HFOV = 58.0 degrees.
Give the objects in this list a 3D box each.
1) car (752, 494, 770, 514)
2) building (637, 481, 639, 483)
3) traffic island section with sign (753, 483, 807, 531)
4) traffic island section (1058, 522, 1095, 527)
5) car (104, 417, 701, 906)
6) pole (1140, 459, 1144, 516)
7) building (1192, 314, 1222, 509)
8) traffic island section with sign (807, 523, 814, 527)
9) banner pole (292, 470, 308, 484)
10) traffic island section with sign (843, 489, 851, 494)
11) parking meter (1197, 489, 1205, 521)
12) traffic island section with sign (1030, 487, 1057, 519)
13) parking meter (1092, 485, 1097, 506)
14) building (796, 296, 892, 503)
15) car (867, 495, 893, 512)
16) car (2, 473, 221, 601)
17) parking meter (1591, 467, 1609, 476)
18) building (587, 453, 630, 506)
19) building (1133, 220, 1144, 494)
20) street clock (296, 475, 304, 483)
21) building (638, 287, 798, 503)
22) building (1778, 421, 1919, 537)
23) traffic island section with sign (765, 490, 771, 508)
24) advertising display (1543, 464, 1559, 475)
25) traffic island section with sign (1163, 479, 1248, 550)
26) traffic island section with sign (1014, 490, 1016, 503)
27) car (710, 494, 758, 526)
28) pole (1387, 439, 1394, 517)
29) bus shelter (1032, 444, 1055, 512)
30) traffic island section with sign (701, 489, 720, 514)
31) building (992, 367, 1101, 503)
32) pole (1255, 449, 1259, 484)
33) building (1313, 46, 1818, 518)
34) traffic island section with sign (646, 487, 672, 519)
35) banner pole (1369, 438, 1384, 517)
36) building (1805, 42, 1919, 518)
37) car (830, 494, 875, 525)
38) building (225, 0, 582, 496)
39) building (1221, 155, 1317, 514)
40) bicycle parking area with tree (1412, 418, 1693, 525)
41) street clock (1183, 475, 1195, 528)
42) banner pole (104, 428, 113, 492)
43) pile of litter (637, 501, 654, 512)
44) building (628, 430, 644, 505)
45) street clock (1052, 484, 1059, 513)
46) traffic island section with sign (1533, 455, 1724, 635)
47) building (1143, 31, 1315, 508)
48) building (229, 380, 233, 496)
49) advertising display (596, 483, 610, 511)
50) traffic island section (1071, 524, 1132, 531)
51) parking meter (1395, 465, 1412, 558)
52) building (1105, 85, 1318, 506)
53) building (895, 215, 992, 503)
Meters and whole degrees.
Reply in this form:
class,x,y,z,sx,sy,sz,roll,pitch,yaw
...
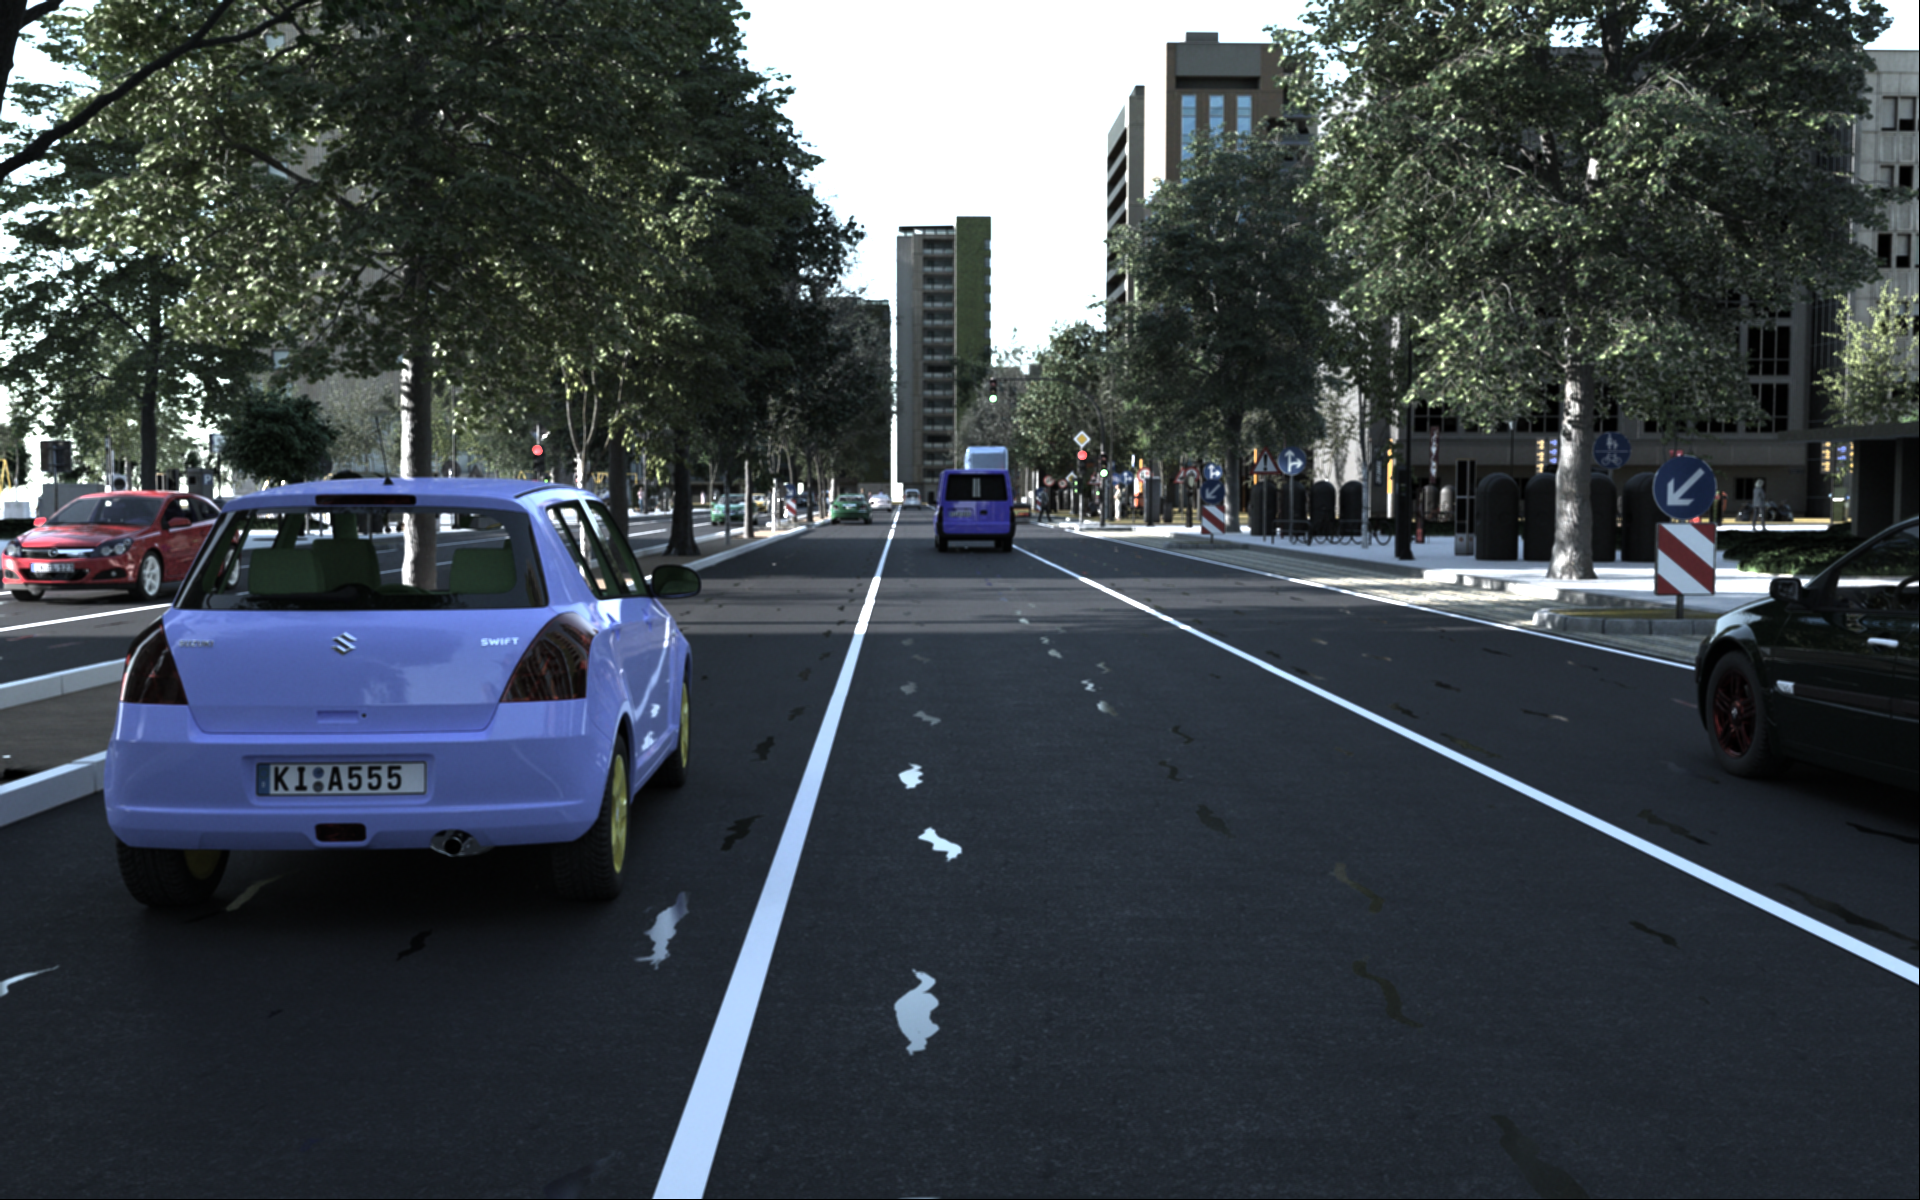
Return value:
class,x,y,z,sx,sy,sz,roll,pitch,yaw
car,-14.842,-7.119,126.618,2.015,1.641,3.980,0,4,-3
building,-62.683,-41.069,260.711,27.495,52.752,28.713,0,4,-2
traffic island section with sign,-7.178,-3.669,68.121,2.006,1.907,1.989,0,4,-2
traffic island section,5.372,-3.302,76.275,2.009,0.180,2.903,0,4,-2
car,-2.109,0.136,7.364,1.945,1.707,3.694,0,4,-4
pole,10.647,-6.586,101.521,0.158,3.312,0.155,0,3,0
building,27.641,-16.898,143.726,16.820,18.784,16.811,0,4,-2
traffic island section with sign,-7.408,-4.122,75.525,2.006,1.907,1.989,0,4,-2
banner pole,-29.694,-5.389,78.124,0.863,3.779,0.401,-2,4,-33
traffic island section with sign,-9.843,-8.715,150.624,2.006,1.907,1.989,0,4,-2
parking meter,11.530,-4.558,82.927,0.372,1.533,0.369,0,3,0
traffic island section with sign,4.577,-5.650,101.004,1.989,1.847,2.006,0,4,-2
parking meter,7.922,-5.874,101.749,0.255,1.863,0.399,0,4,-3
building,-17.135,-29.633,256.195,14.107,30.474,14.160,0,4,-2
car,-6.477,-7.814,140.119,2.083,1.381,4.827,0,4,-4
car,-11.776,-0.948,24.537,2.155,1.783,4.494,0,4,-1
parking meter,13.581,-1.904,36.840,0.255,1.863,0.399,-1,4,-10
building,-43.524,-25.256,184.636,14.160,30.474,14.107,0,4,-2
building,25.247,-25.253,184.595,14.160,30.474,14.107,0,4,-2
street clock,-19.998,-2.933,52.522,0.358,2.002,0.471,-1,4,-21
building,-36.424,-34.929,262.972,23.993,40.220,32.217,0,4,-2
building,33.615,-23.100,32.315,22.147,44.769,28.867,0,4,-2
traffic island section with sign,-19.637,-10.343,177.737,1.989,1.847,2.006,0,4,-2
advertising display,12.958,-1.958,37.219,0.974,1.923,0.123,-1,4,-16
traffic island section with sign,6.377,-2.247,45.359,1.989,1.847,2.006,0,4,-2
traffic island section with sign,3.689,-7.323,128.365,1.989,1.847,2.006,0,4,-2
car,-10.369,-4.166,79.909,2.131,1.459,4.920,0,4,-1
pole,16.074,-4.329,64.629,0.158,3.312,0.155,0,3,0
bus shelter,6.301,-9.159,127.383,2.179,5.291,8.768,0,4,-2
traffic island section with sign,-18.031,-7.297,127.932,1.989,1.847,2.006,0,4,-2
building,18.734,-25.615,263.841,28.899,21.520,27.650,0,4,-2
pole,13.442,-5.177,78.481,0.158,3.312,0.155,0,3,0
building,33.479,-18.589,97.438,24.014,27.812,14.314,0,4,-2
traffic island section with sign,-17.157,-5.637,100.793,1.989,1.847,2.006,0,4,-2
banner pole,18.641,-5.365,77.736,0.863,3.779,0.401,-1,4,-10
building,56.454,-17.078,97.253,19.932,24.808,12.078,0,4,-2
car,-5.150,-4.322,82.468,2.131,1.459,4.920,0,4,-1
building,-50.230,-35.090,162.967,28.713,52.752,27.495,0,4,-2
building,26.026,-17.857,121.646,12.332,23.373,15.834,0,4,-2
bicycle parking area with tree,20.949,-4.594,62.120,9.016,4.147,8.231,1,4,9
street clock,8.714,-3.747,65.829,0.358,2.002,0.471,3,5,42
banner pole,-31.978,-4.592,65.098,0.401,3.779,0.863,-1,4,-9
pile of litter,-22.209,-6.572,121.414,1.719,0.858,1.176,3,4,36
building,-44.937,-31.864,204.574,14.086,41.232,14.154,0,4,-2
street clock,6.646,-7.092,120.523,0.471,2.002,0.358,2,4,25
traffic island section with sign,7.251,-0.599,18.418,1.989,1.847,2.006,0,4,-2
building,25.859,-31.780,169.707,14.600,45.320,14.200,0,4,-2
building,-67.338,-54.177,198.462,31.000,86.520,22.319,0,4,-2
advertising display,-20.539,-5.785,99.793,0.974,1.923,0.123,-3,5,-45
traffic island section,5.630,-2.814,68.294,2.009,0.180,2.903,0,4,-2
parking meter,8.981,-1.797,35.091,0.255,1.863,0.399,0,4,4
building,28.824,-35.396,202.425,21.300,48.544,21.600,0,4,-2
building,-2.532,-34.993,255.737,14.086,41.232,14.154,0,4,-2
